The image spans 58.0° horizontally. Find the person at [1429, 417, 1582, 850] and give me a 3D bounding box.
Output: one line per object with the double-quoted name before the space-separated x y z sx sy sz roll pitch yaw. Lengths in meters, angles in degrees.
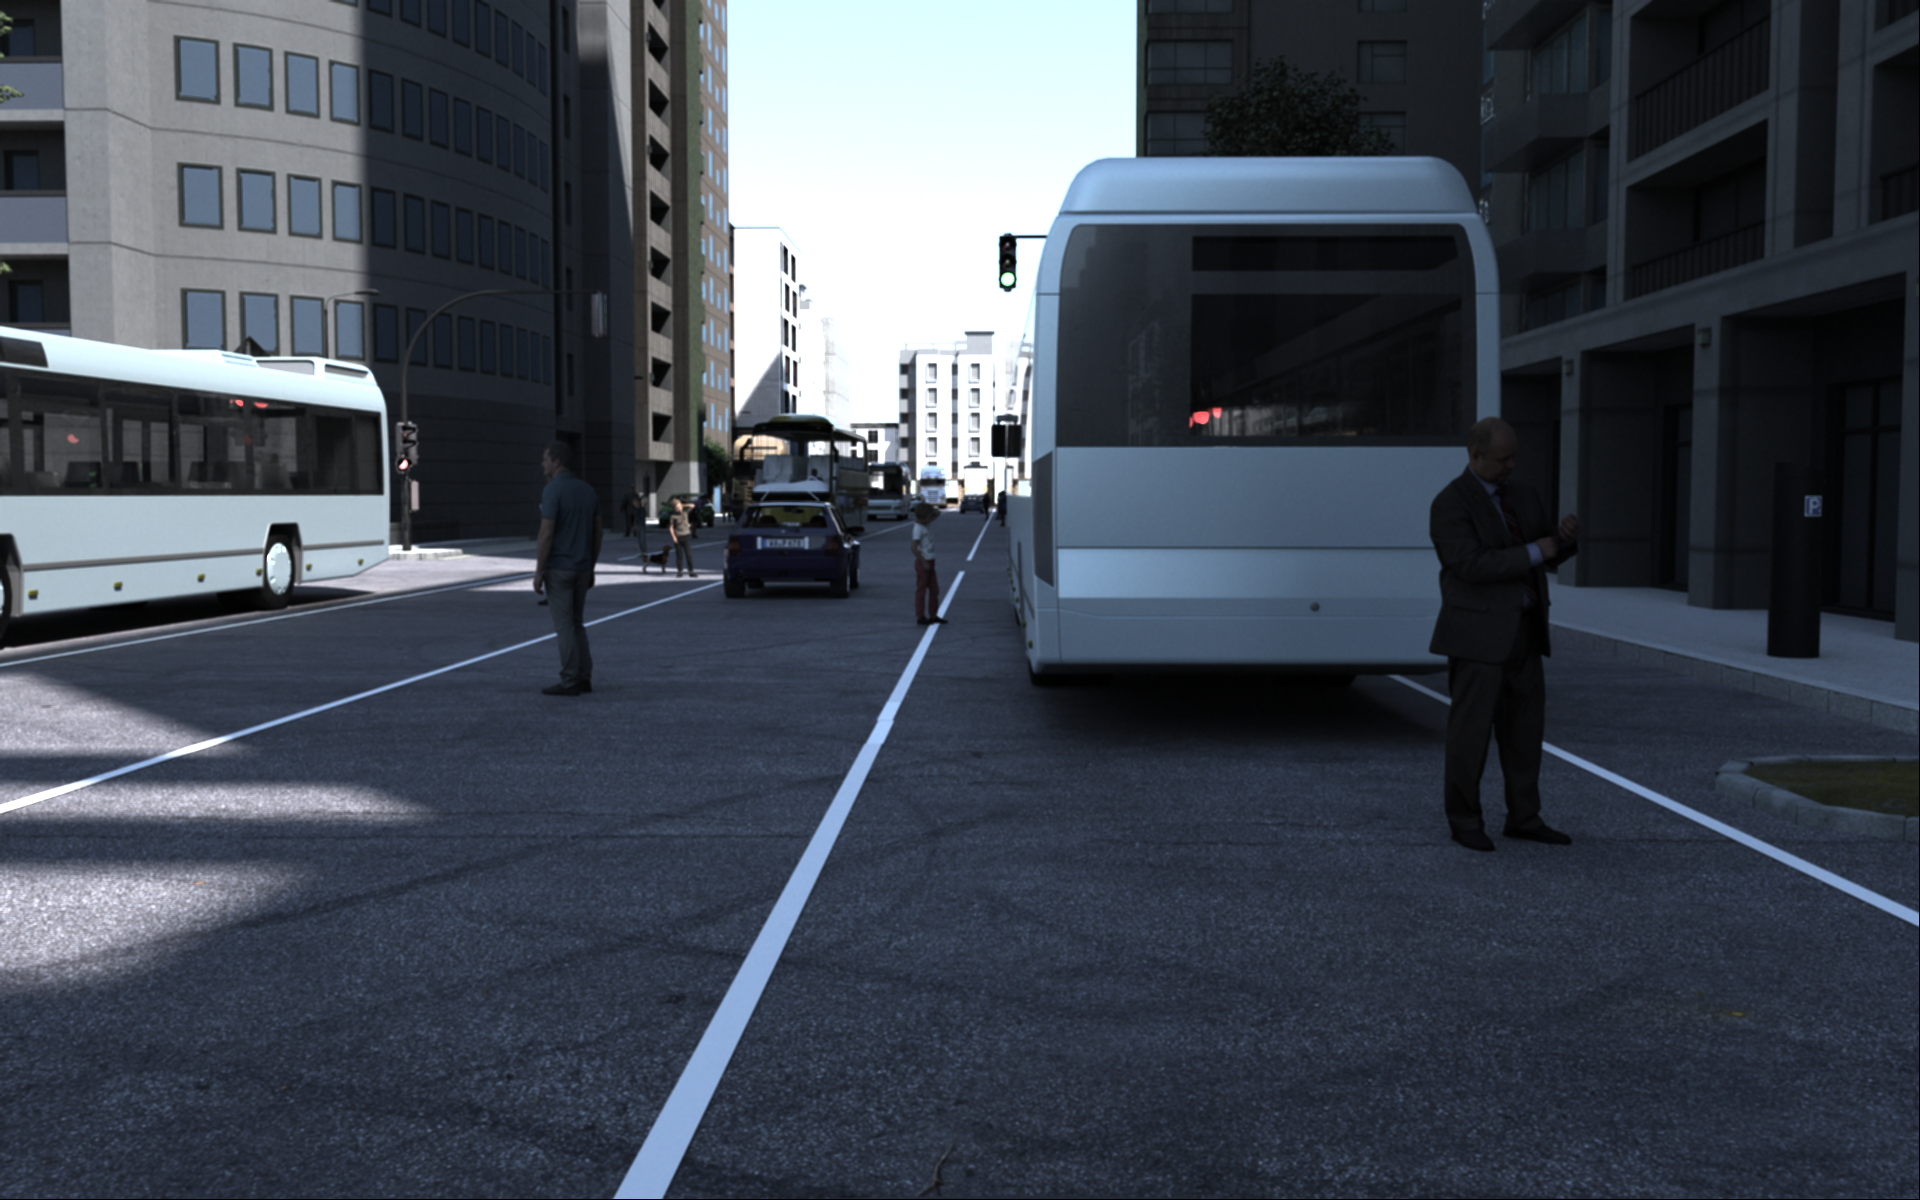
"person" 2.222 0.133 7.010 0.600 1.739 0.565 2 4 35

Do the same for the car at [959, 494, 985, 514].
"car" 0.927 -7.113 128.292 2.014 1.417 4.499 0 4 3

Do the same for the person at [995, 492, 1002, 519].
"person" 2.216 -5.305 97.445 0.429 1.552 0.499 2 4 27

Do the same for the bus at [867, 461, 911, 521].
"bus" -4.242 -6.219 96.546 2.948 3.499 13.247 0 4 0

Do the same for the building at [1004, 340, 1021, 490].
"building" 20.997 -20.798 206.507 31.486 18.905 16.747 0 4 1

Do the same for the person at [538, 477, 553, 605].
"person" -5.265 -0.821 22.599 0.621 1.740 0.551 -2 4 -30

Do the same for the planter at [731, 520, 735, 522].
"planter" -10.859 -4.252 90.666 1.991 0.319 1.994 0 4 1

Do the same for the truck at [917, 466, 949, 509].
"truck" -2.541 -11.094 171.145 2.967 4.110 18.799 0 3 0

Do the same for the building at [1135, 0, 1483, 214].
"building" 13.919 -23.565 68.876 14.154 41.232 14.086 0 4 1

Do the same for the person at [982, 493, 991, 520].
"person" 1.453 -5.130 94.922 0.480 1.512 0.613 0 4 -3

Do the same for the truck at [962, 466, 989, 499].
"truck" 1.578 -11.466 176.380 2.839 4.237 11.283 0 4 0

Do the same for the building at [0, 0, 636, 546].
"building" -23.497 -31.205 52.209 21.231 58.520 28.212 0 4 1

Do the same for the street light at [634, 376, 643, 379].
"street light" -13.160 -5.857 68.300 1.470 5.913 1.316 0 4 1

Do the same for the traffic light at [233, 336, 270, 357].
"traffic light" -12.612 -2.563 30.831 0.839 4.253 0.868 0 4 1

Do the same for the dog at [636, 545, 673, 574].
"dog" -5.516 -0.736 31.321 0.406 0.507 0.540 2 4 34

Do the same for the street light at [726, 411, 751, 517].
"street light" -12.404 -7.617 97.077 1.470 5.913 1.316 0 4 1

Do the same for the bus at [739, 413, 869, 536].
"bus" -4.766 -3.969 56.433 2.896 3.916 12.252 0 4 2

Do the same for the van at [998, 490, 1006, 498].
"van" 4.975 -10.926 185.643 2.013 2.044 4.112 0 4 1

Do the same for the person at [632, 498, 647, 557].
"person" -7.244 -1.643 39.269 0.435 1.345 0.340 1 4 20

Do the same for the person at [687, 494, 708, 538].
"person" -8.514 -2.722 56.239 0.697 1.427 0.421 0 4 -4

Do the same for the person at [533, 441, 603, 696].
"person" -2.833 -0.232 12.418 0.434 1.807 0.598 3 4 39

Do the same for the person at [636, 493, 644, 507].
"person" -13.744 -3.939 74.352 0.435 1.345 0.340 0 4 -1

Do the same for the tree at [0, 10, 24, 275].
"tree" -16.018 -6.350 21.952 7.486 12.596 7.792 0 3 0

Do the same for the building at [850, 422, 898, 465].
"building" -21.364 -16.004 203.816 28.070 9.664 9.099 0 4 1

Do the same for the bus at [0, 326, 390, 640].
"bus" -9.773 -1.428 18.212 2.948 3.499 13.247 0 4 3

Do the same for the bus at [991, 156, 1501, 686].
"bus" 1.777 -1.299 16.095 2.948 3.499 13.247 0 4 1

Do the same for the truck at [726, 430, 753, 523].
"truck" -8.531 -5.465 78.263 2.839 4.237 11.283 0 3 0

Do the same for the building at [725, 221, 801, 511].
"building" -27.775 -17.545 130.835 27.936 21.610 32.646 0 4 1

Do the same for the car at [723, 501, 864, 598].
"car" -2.392 -0.773 25.214 1.945 1.354 3.894 0 4 0

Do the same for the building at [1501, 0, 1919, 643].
"building" 18.547 -35.373 16.605 20.563 71.187 20.611 0 4 1

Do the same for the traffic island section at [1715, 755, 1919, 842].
"traffic island section" 4.629 0.912 7.955 1.991 0.108 1.994 0 4 1

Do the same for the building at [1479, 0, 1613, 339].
"building" 30.329 -26.231 48.487 30.456 49.044 23.786 0 4 1

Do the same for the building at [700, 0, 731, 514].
"building" -21.842 -27.749 103.805 14.600 45.320 14.200 0 4 1

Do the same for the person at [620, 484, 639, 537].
"person" -11.065 -2.996 58.037 0.434 1.755 0.990 3 4 36

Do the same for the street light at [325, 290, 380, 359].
"street light" -13.871 -4.095 39.500 1.470 5.913 1.316 0 4 1

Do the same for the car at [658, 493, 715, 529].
"car" -11.510 -3.928 73.012 1.959 1.807 4.718 0 4 2

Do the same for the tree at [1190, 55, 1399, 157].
"tree" 8.557 -7.859 45.506 9.611 12.733 9.660 0 3 0

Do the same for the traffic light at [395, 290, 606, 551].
"traffic light" -10.322 -3.922 38.797 4.771 5.953 1.251 0 4 1

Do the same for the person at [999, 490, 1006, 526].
"person" 1.967 -4.104 77.472 0.647 1.594 0.662 -3 5 -45

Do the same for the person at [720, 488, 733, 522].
"person" -11.811 -4.811 87.687 0.617 1.759 0.750 0 4 -6

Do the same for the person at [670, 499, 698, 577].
"person" -4.755 -1.064 29.813 0.435 1.345 0.340 -1 4 -22

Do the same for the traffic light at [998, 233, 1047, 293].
"traffic light" 3.051 -3.404 30.322 4.771 5.953 1.251 0 4 1

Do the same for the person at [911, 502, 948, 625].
"person" -0.333 -0.404 19.018 0.340 1.345 0.435 1 4 12

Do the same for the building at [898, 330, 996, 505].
"building" -1.478 -21.419 206.617 11.380 20.091 16.016 0 4 1

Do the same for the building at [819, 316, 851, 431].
"building" -27.886 -19.231 180.890 31.486 18.905 16.747 0 4 1

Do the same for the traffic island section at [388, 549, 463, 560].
"traffic island section" -12.455 -1.019 38.949 2.009 0.180 2.903 0 4 1

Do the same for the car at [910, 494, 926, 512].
"car" -3.346 -6.580 119.386 2.131 1.459 4.920 0 4 3

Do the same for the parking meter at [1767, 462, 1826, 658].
"parking meter" 6.591 -0.321 13.658 0.372 1.533 0.369 0 3 0

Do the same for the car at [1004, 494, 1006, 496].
"car" 5.012 -9.038 156.438 2.281 1.827 5.304 0 4 3

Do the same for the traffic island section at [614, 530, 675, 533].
"traffic island section" -11.530 -2.493 63.628 1.991 0.108 1.994 0 4 1

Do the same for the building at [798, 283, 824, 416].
"building" -20.596 -18.173 153.553 16.016 20.091 11.380 0 4 1

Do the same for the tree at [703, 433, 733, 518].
"tree" -13.740 -6.751 94.087 4.285 4.588 4.351 0 3 0

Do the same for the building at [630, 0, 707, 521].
"building" -20.281 -18.985 82.101 14.160 30.474 14.107 0 4 1
